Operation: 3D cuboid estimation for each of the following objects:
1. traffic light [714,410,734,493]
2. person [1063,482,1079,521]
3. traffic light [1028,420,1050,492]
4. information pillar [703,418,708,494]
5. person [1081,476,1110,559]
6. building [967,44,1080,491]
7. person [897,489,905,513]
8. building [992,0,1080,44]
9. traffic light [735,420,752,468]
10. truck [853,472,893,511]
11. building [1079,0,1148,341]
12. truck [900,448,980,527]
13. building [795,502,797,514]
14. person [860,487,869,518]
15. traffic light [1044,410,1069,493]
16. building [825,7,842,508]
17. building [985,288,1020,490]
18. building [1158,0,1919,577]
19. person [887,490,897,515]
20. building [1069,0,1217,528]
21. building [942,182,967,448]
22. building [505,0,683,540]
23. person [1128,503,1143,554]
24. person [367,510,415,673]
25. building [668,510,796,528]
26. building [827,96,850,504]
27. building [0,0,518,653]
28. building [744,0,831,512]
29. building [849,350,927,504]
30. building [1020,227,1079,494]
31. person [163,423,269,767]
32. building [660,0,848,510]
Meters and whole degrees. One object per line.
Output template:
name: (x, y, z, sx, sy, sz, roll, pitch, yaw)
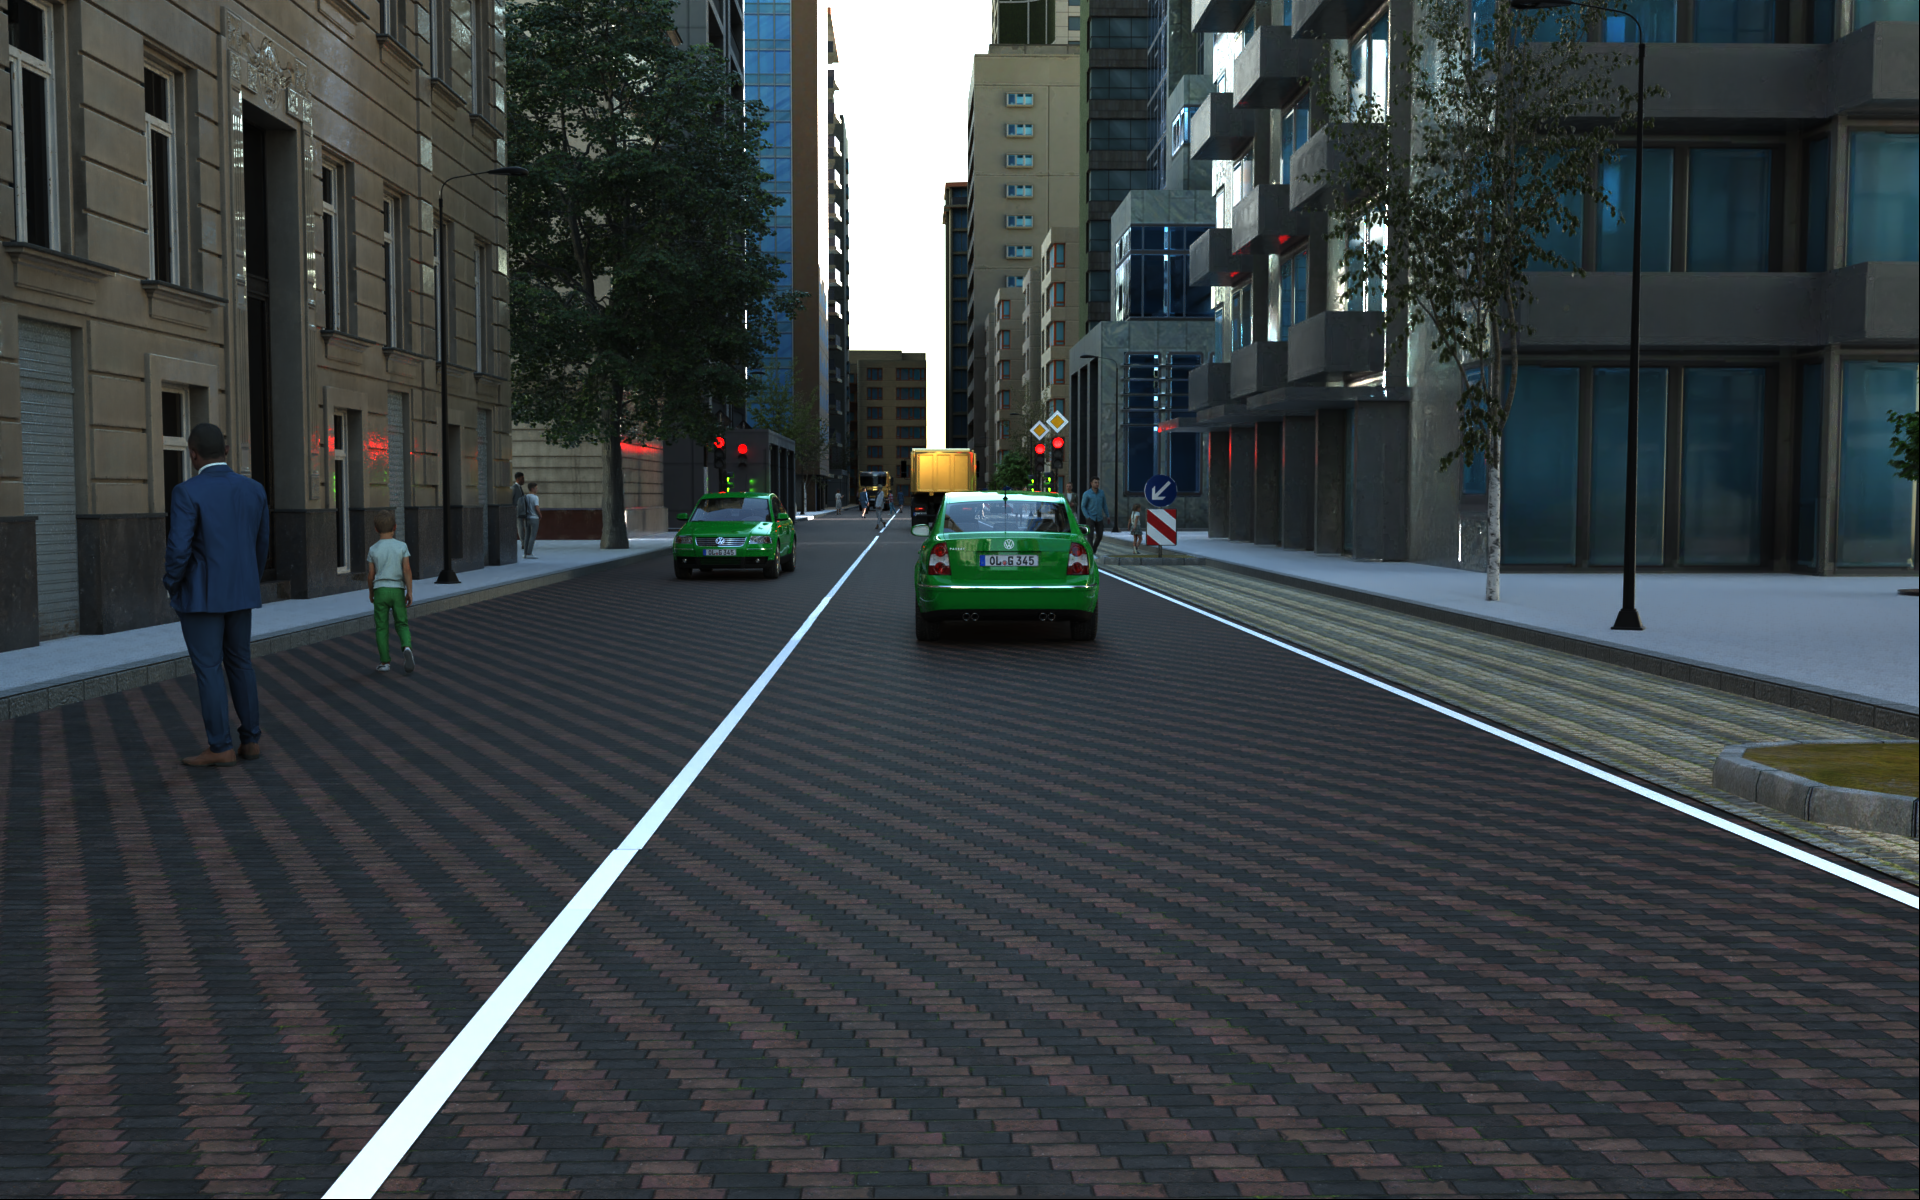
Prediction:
traffic light: (-7.936, -4.193, 57.475, 0.839, 4.253, 0.868, 0, 4, -2)
person: (2.939, -2.290, 46.485, 0.519, 1.759, 0.362, 0, 4, 1)
traffic light: (2.997, -4.701, 65.784, 0.839, 4.253, 0.868, 0, 4, -2)
information pillar: (-7.759, -3.764, 52.901, 0.183, 3.616, 0.504, 0, 4, -3)
person: (2.958, -1.818, 38.246, 0.660, 1.820, 0.620, -2, 4, -31)
building: (11.763, -34.285, 184.257, 21.300, 48.544, 21.600, 0, 4, -2)
person: (-4.541, -7.581, 132.479, 0.581, 1.822, 0.654, 0, 4, 6)
building: (12.173, -46.912, 205.264, 20.563, 71.187, 20.611, 0, 4, -2)
traffic light: (-8.159, -4.681, 65.457, 0.839, 4.253, 0.868, 0, 4, -2)
truck: (-7.454, -9.491, 151.097, 3.469, 3.379, 9.791, 0, 4, -1)
building: (13.298, -19.735, 94.363, 14.160, 30.474, 14.107, 0, 4, -2)
truck: (-0.768, -4.663, 72.168, 3.469, 3.379, 9.791, 0, 4, -2)
building: (-26.541, -25.212, 104.093, 32.217, 40.220, 23.993, 0, 4, -2)
person: (-5.697, -5.724, 102.112, 0.581, 1.822, 0.654, 2, 4, 31)
traffic light: (3.221, -4.213, 57.802, 0.839, 4.253, 0.868, 0, 4, -2)
building: (-21.946, -30.574, 154.505, 22.147, 44.769, 28.867, 0, 4, -2)
building: (16.720, -19.264, 160.009, 27.650, 21.520, 28.899, 0, 4, -2)
building: (17.710, -25.689, 39.618, 23.786, 49.044, 30.456, 0, 4, -2)
person: (-4.674, -6.677, 118.502, 0.643, 1.720, 0.563, 1, 4, 18)
building: (20.429, -46.551, 73.783, 31.000, 86.520, 22.319, 0, 4, -2)
building: (10.489, -35.494, 234.953, 28.867, 44.769, 22.147, 0, 4, -2)
building: (-18.692, -11.483, 52.375, 19.286, 19.102, 10.561, 0, 4, -2)
person: (4.139, -1.702, 41.340, 0.382, 1.210, 0.505, -2, 4, -34)
person: (-4.554, -0.069, 13.873, 0.306, 1.304, 0.590, -3, 4, -37)
building: (-17.676, -38.831, 73.138, 20.563, 71.187, 20.611, 0, 4, -2)
building: (-24.059, -35.569, 205.252, 21.600, 48.544, 21.300, 0, 4, -2)
building: (-13.565, -13.579, 19.277, 12.463, 27.353, 25.104, 0, 4, -2)
building: (-17.261, -29.428, 131.252, 14.600, 45.320, 14.200, 0, 4, -2)
building: (-19.094, -23.987, 237.224, 28.899, 21.520, 27.650, 0, 4, -2)
building: (19.311, -17.255, 127.154, 27.650, 21.520, 28.899, 0, 4, -2)
person: (-3.909, -0.029, 9.164, 0.419, 1.800, 0.721, 1, 4, 21)
building: (-22.094, -45.269, 178.397, 20.563, 71.187, 20.611, 0, 4, -2)
